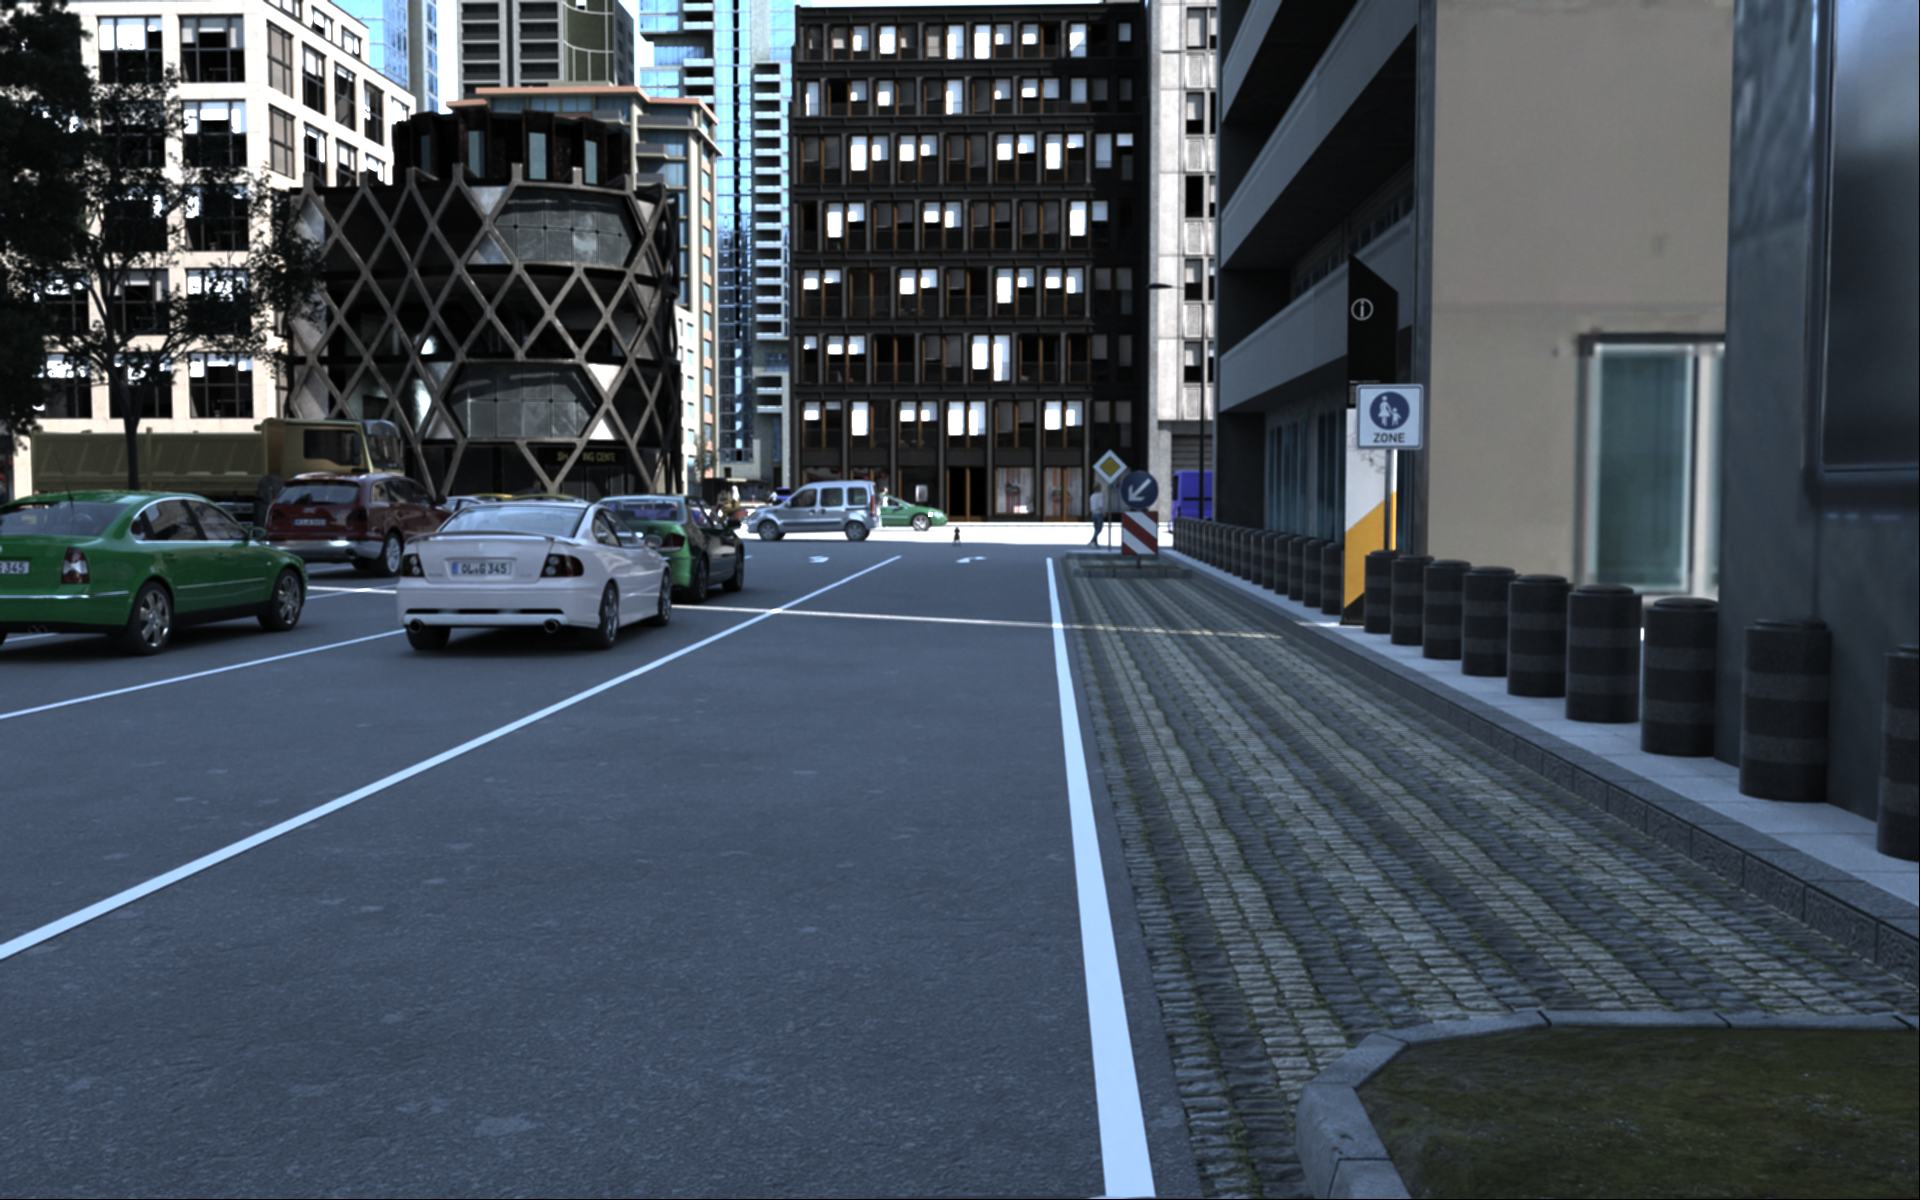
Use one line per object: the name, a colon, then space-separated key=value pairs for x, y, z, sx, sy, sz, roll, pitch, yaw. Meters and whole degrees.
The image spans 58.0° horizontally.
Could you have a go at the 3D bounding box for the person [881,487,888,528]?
person: x=-3.250 y=-3.897 z=72.941 sx=0.376 sy=1.734 sz=0.841 roll=2 pitch=4 yaw=30

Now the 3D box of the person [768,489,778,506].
person: x=-15.434 y=-8.255 z=143.453 sx=0.705 sy=1.826 sz=1.348 roll=2 pitch=4 yaw=31

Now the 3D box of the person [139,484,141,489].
person: x=-20.014 y=-2.015 z=42.287 sx=0.643 sy=1.720 sz=0.563 roll=-1 pitch=4 yaw=-19

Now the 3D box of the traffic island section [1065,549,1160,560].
traffic island section: x=3.362 y=-1.004 z=38.691 sx=2.009 sy=0.180 sz=2.903 roll=0 pitch=4 yaw=3

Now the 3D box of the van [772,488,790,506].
van: x=-16.337 y=-9.703 z=163.027 sx=2.240 sy=2.365 sz=5.245 roll=0 pitch=4 yaw=2

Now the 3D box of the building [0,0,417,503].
building: x=-47.466 y=-17.298 z=87.341 sx=34.151 sy=26.468 sz=19.350 roll=0 pitch=4 yaw=3

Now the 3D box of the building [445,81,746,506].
building: x=-39.348 y=-32.543 z=186.706 sx=28.867 sy=44.769 sz=22.147 roll=0 pitch=4 yaw=3

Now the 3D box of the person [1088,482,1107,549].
person: x=3.540 y=-2.189 z=44.955 sx=0.598 sy=1.740 sz=0.731 roll=-3 pitch=5 yaw=-43

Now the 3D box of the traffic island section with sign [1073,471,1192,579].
traffic island section with sign: x=2.971 y=-1.317 z=30.166 sx=1.989 sy=1.847 sz=2.006 roll=0 pitch=4 yaw=3

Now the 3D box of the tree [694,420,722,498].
tree: x=-25.710 y=-13.556 z=172.001 sx=4.360 sy=8.622 sz=3.978 roll=0 pitch=3 yaw=0

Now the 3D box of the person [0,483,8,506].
person: x=-30.003 y=-2.781 z=54.395 sx=0.576 sy=1.772 sz=0.534 roll=2 pitch=4 yaw=32

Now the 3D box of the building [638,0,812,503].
building: x=-32.644 y=-57.127 z=246.696 sx=31.000 sy=86.520 sz=22.319 roll=0 pitch=4 yaw=3

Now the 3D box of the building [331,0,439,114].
building: x=-69.905 y=-53.510 z=187.566 sx=31.000 sy=86.520 sz=22.319 roll=0 pitch=4 yaw=3

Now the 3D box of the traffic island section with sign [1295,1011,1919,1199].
traffic island section with sign: x=1.702 y=0.329 z=3.241 sx=1.989 sy=1.847 sz=2.006 roll=0 pitch=4 yaw=3

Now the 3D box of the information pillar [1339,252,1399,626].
information pillar: x=3.965 y=-1.554 z=16.759 sx=0.504 sy=3.616 sz=0.183 roll=1 pitch=4 yaw=22

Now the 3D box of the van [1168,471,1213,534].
van: x=8.150 y=-2.515 z=45.500 sx=5.245 sy=2.365 sz=2.240 roll=0 pitch=4 yaw=1

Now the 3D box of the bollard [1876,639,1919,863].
bollard: x=3.483 y=0.525 z=6.137 sx=0.404 sy=0.777 sz=0.398 roll=0 pitch=3 yaw=0

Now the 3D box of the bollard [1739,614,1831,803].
bollard: x=3.539 y=0.450 z=7.365 sx=0.404 sy=0.777 sz=0.398 roll=0 pitch=3 yaw=0

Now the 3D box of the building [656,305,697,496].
building: x=-40.034 y=-18.883 z=153.770 sx=27.650 sy=21.520 sz=28.899 roll=0 pitch=4 yaw=3

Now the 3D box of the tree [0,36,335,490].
tree: x=-16.199 y=-5.953 z=34.195 sx=8.767 sy=10.594 sz=7.601 roll=0 pitch=4 yaw=3

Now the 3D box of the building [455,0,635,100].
building: x=-58.494 y=-49.454 z=246.821 sx=20.611 sy=71.187 sz=20.563 roll=0 pitch=4 yaw=3

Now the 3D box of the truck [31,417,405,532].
truck: x=-18.615 y=-2.995 z=44.888 sx=9.791 sy=3.379 sz=3.469 roll=0 pitch=4 yaw=2

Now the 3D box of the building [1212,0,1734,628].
building: x=15.614 y=-24.553 z=25.145 sx=21.300 sy=48.544 sz=21.600 roll=0 pitch=4 yaw=3

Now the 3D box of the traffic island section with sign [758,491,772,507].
traffic island section with sign: x=-21.212 y=-11.203 z=191.791 sx=1.989 sy=1.847 sz=2.006 roll=0 pitch=4 yaw=3

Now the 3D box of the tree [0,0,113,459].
tree: x=-16.990 y=-6.263 z=26.915 sx=6.751 sy=12.117 sz=7.091 roll=0 pitch=3 yaw=0

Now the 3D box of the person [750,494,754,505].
person: x=-24.450 y=-11.760 z=204.014 sx=0.421 sy=1.427 sz=0.697 roll=-1 pitch=4 yaw=-19

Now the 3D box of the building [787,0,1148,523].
building: x=0.596 y=-15.459 z=82.434 sx=15.834 sy=23.373 sz=12.332 roll=0 pitch=4 yaw=3

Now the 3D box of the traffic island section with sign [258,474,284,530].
traffic island section with sign: x=-16.091 y=-1.939 z=39.838 sx=2.006 sy=1.907 sz=1.989 roll=0 pitch=4 yaw=3

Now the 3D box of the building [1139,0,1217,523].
building: x=18.388 y=-16.025 z=80.030 sx=19.932 sy=24.808 sz=12.078 roll=0 pitch=4 yaw=3

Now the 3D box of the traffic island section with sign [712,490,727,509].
traffic island section with sign: x=-22.497 y=-9.532 z=164.480 sx=1.989 sy=1.847 sz=2.006 roll=0 pitch=4 yaw=3

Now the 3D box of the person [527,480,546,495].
person: x=-11.620 y=-2.375 z=47.454 sx=0.598 sy=1.807 sz=0.434 roll=0 pitch=4 yaw=1

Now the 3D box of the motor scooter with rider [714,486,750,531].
motor scooter with rider: x=-9.016 y=-3.570 z=67.332 sx=1.986 sy=1.779 sz=0.876 roll=0 pitch=4 yaw=2

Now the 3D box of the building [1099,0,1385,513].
building: x=22.581 y=-31.956 z=146.182 sx=21.300 sy=48.544 sz=21.600 roll=0 pitch=4 yaw=3

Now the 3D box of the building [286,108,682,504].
building: x=-21.958 y=-13.309 z=85.050 sx=16.811 sy=18.784 sz=16.820 roll=0 pitch=4 yaw=3

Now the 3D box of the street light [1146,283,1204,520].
street light: x=4.809 y=-4.023 z=38.313 sx=1.470 sy=5.913 sz=1.316 roll=0 pitch=4 yaw=3

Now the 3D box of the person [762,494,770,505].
person: x=-25.562 y=-13.484 z=228.921 sx=1.348 sy=1.831 sz=0.705 roll=2 pitch=4 yaw=32

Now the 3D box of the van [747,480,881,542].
van: x=-4.478 y=-2.819 z=53.101 sx=4.112 sy=2.044 sz=2.013 roll=0 pitch=4 yaw=3
